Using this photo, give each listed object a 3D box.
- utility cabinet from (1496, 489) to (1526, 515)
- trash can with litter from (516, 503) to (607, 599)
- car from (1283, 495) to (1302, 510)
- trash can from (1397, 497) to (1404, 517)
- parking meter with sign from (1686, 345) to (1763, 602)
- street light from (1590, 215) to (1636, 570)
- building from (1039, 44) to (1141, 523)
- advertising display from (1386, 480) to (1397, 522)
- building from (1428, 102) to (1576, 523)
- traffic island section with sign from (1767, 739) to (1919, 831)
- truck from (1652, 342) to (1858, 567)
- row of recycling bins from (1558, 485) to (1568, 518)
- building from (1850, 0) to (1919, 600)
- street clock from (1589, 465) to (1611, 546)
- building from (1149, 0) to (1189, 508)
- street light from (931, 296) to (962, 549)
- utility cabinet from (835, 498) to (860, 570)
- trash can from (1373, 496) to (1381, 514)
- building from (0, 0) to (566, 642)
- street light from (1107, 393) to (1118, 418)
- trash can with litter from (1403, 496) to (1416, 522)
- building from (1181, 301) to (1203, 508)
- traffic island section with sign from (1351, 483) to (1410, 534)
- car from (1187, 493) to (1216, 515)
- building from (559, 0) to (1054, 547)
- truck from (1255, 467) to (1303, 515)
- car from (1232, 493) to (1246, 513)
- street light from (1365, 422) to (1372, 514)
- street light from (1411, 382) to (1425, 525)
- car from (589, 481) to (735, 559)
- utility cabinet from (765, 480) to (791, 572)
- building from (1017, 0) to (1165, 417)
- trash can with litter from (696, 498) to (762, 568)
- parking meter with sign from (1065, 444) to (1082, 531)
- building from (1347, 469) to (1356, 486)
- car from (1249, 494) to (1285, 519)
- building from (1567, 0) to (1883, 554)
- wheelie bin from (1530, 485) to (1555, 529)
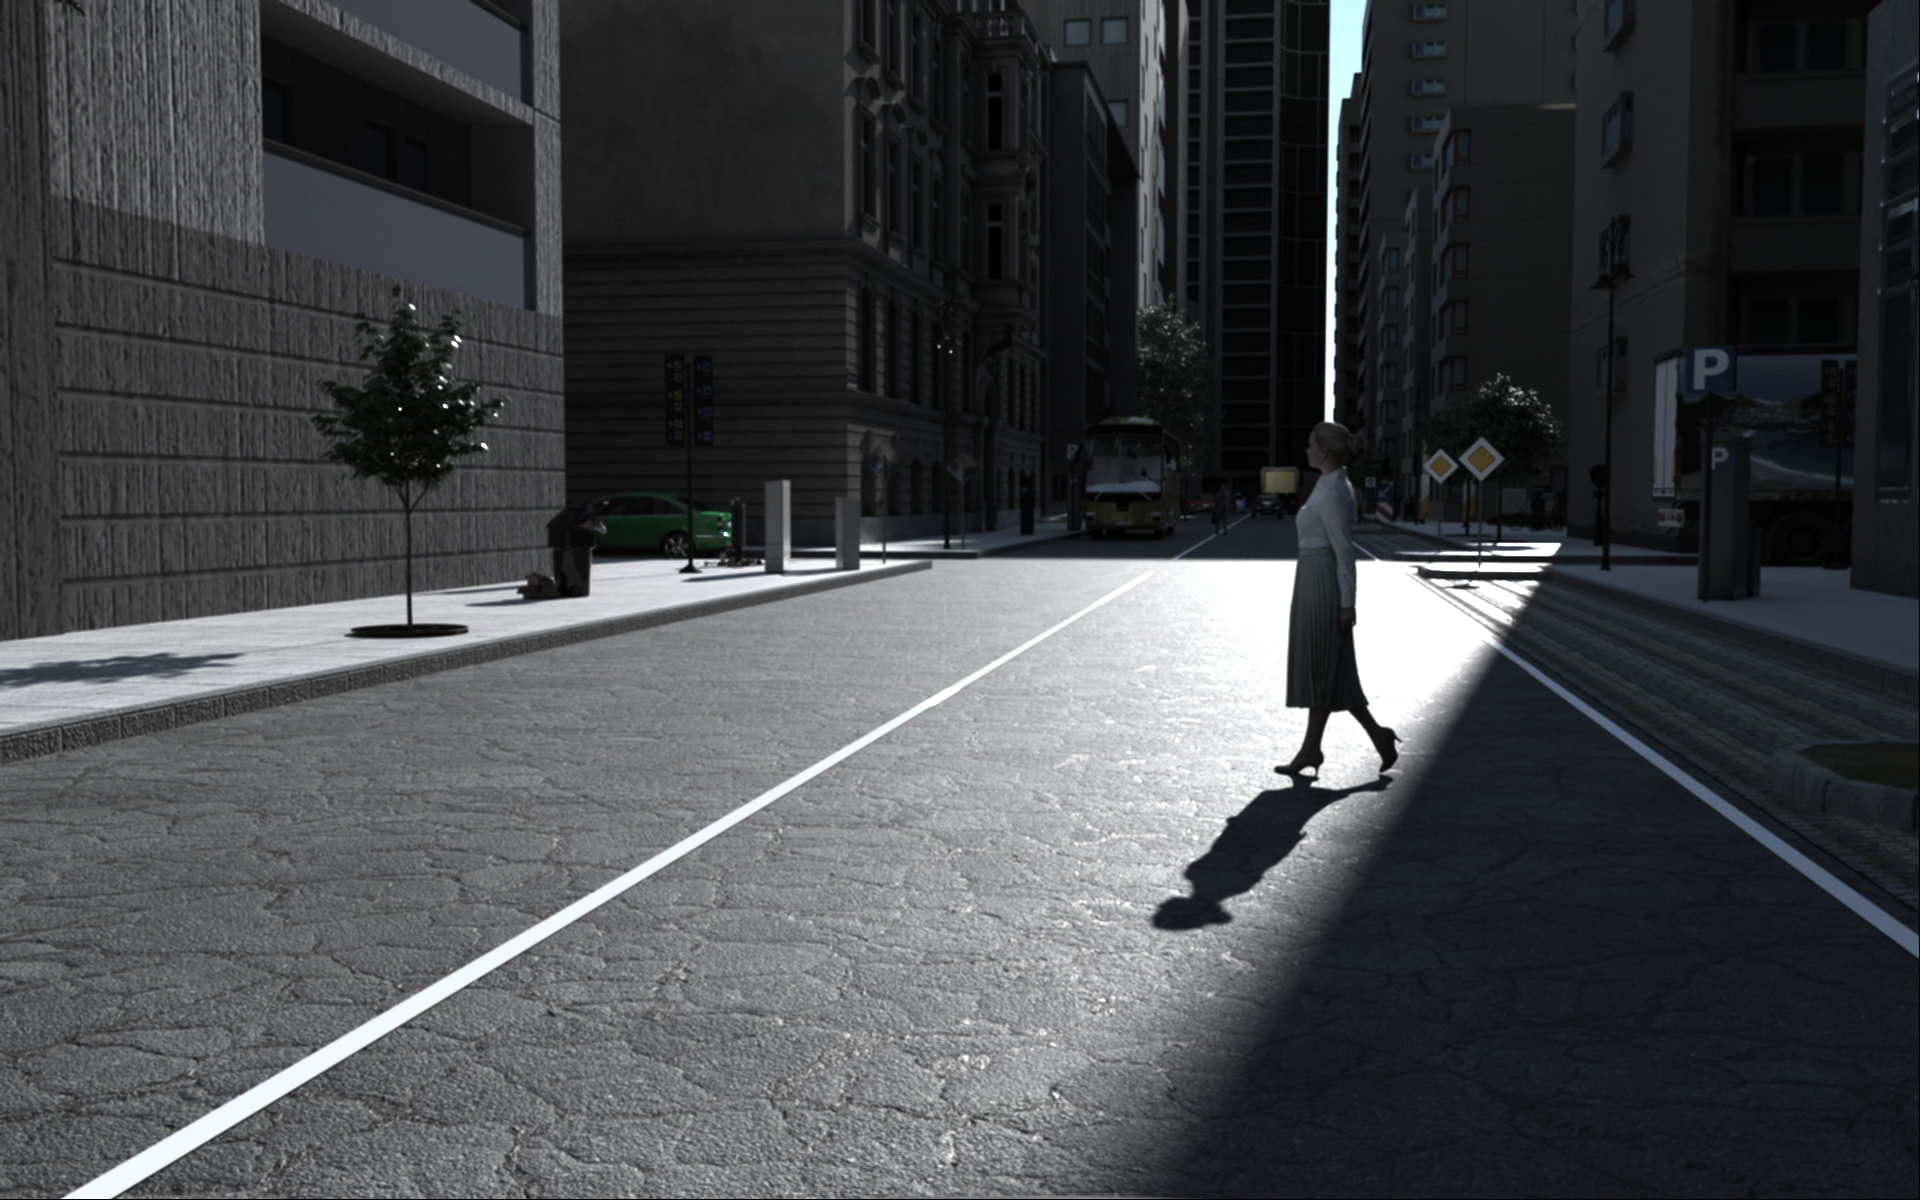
[{"bbox_3d":[23.968,-4.078,75.350,1.173,1.500,0.318,3,4,39],"label":"utility cabinet"},{"bbox_3d":[-4.945,-0.617,21.475,0.624,1.170,1.055,2,4,32],"label":"trash can with litter"},{"bbox_3d":[29.805,-8.799,155.861,2.014,1.417,4.499,1,4,11],"label":"car"},{"bbox_3d":[24.587,-5.213,96.882,0.748,1.137,0.748,0,3,0],"label":"trash can"},{"bbox_3d":[9.358,-1.520,21.109,0.543,3.016,1.738,3,4,38],"label":"parking meter with sign"},{"bbox_3d":[10.886,-3.440,29.029,0.468,5.910,1.993,1,4,11],"label":"street light"},{"bbox_3d":[1.118,-16.632,90.996,14.314,24.678,30.058,1,4,11],"label":"building"},{"bbox_3d":[19.966,-4.583,80.152,0.123,1.923,0.974,0,4,-7],"label":"advertising display"},{"bbox_3d":[38.079,-14.936,89.240,27.650,21.520,28.899,1,4,11],"label":"building"},{"bbox_3d":[4.910,0.042,7.948,1.989,1.847,2.006,1,4,11],"label":"traffic island section with sign"},{"bbox_3d":[19.227,-2.676,32.673,11.283,4.237,2.839,1,4,12],"label":"truck"},{"bbox_3d":[26.191,-4.096,74.085,1.069,1.692,3.534,1,4,16],"label":"row of recycling bins"},{"bbox_3d":[20.260,-42.267,3.731,22.319,86.520,31.000,1,4,11],"label":"building"},{"bbox_3d":[15.837,-2.345,42.905,0.471,2.002,0.358,1,4,11],"label":"street clock"},{"bbox_3d":[12.190,-30.512,148.975,14.600,45.320,14.200,1,4,11],"label":"building"},{"bbox_3d":[-0.305,-4.140,40.470,0.468,5.910,1.993,1,4,11],"label":"street light"},{"bbox_3d":[-1.919,-1.132,29.674,0.306,1.237,1.020,-1,4,-11],"label":"utility cabinet"},{"bbox_3d":[25.903,-5.828,106.937,0.748,1.137,0.748,0,3,0],"label":"trash can"},{"bbox_3d":[-20.749,-29.450,23.503,28.212,58.520,21.231,1,4,11],"label":"building"},{"bbox_3d":[7.021,-6.529,79.533,0.468,5.910,1.993,1,4,11],"label":"street light"},{"bbox_3d":[20.617,-4.154,79.305,0.624,1.170,1.055,1,4,9],"label":"trash can with litter"},{"bbox_3d":[9.604,-20.313,177.165,28.899,21.520,27.650,1,4,11],"label":"building"},{"bbox_3d":[15.053,-3.270,62.090,1.989,1.847,2.006,1,4,11],"label":"traffic island section with sign"},{"bbox_3d":[16.487,-6.627,117.396,2.155,1.783,4.494,1,4,10],"label":"car"},{"bbox_3d":[-4.648,-14.667,58.886,14.460,24.649,34.723,1,4,11],"label":"building"},{"bbox_3d":[22.769,-7.803,123.508,3.469,3.379,9.791,1,4,10],"label":"truck"},{"bbox_3d":[20.349,-7.301,128.965,1.945,1.707,3.694,1,4,10],"label":"car"},{"bbox_3d":[26.040,-8.414,110.364,0.468,5.910,1.993,1,4,11],"label":"street light"},{"bbox_3d":[18.942,-6.052,71.736,0.468,5.910,1.993,1,4,11],"label":"street light"},{"bbox_3d":[-6.930,-1.672,36.140,4.718,1.807,1.959,1,4,9],"label":"car"},{"bbox_3d":[-3.001,-1.207,28.421,0.318,1.500,1.173,0,4,0],"label":"utility cabinet"},{"bbox_3d":[1.110,-33.053,129.648,28.713,52.752,27.495,1,4,11],"label":"building"},{"bbox_3d":[-4.123,-1.222,31.045,1.678,1.210,2.233,0,4,-1],"label":"trash can with litter"},{"bbox_3d":[4.036,-3.958,60.981,0.543,3.016,1.738,1,4,9],"label":"parking meter with sign"},{"bbox_3d":[49.042,-44.858,171.682,20.563,71.187,20.611,1,4,11],"label":"building"},{"bbox_3d":[18.130,-5.533,102.270,2.131,1.459,4.920,1,4,9],"label":"car"},{"bbox_3d":[27.758,-25.729,44.370,21.600,48.544,21.300,1,4,11],"label":"building"},{"bbox_3d":[21.131,-3.358,62.810,0.693,1.594,0.980,-3,4,-37],"label":"wheelie bin"}]
